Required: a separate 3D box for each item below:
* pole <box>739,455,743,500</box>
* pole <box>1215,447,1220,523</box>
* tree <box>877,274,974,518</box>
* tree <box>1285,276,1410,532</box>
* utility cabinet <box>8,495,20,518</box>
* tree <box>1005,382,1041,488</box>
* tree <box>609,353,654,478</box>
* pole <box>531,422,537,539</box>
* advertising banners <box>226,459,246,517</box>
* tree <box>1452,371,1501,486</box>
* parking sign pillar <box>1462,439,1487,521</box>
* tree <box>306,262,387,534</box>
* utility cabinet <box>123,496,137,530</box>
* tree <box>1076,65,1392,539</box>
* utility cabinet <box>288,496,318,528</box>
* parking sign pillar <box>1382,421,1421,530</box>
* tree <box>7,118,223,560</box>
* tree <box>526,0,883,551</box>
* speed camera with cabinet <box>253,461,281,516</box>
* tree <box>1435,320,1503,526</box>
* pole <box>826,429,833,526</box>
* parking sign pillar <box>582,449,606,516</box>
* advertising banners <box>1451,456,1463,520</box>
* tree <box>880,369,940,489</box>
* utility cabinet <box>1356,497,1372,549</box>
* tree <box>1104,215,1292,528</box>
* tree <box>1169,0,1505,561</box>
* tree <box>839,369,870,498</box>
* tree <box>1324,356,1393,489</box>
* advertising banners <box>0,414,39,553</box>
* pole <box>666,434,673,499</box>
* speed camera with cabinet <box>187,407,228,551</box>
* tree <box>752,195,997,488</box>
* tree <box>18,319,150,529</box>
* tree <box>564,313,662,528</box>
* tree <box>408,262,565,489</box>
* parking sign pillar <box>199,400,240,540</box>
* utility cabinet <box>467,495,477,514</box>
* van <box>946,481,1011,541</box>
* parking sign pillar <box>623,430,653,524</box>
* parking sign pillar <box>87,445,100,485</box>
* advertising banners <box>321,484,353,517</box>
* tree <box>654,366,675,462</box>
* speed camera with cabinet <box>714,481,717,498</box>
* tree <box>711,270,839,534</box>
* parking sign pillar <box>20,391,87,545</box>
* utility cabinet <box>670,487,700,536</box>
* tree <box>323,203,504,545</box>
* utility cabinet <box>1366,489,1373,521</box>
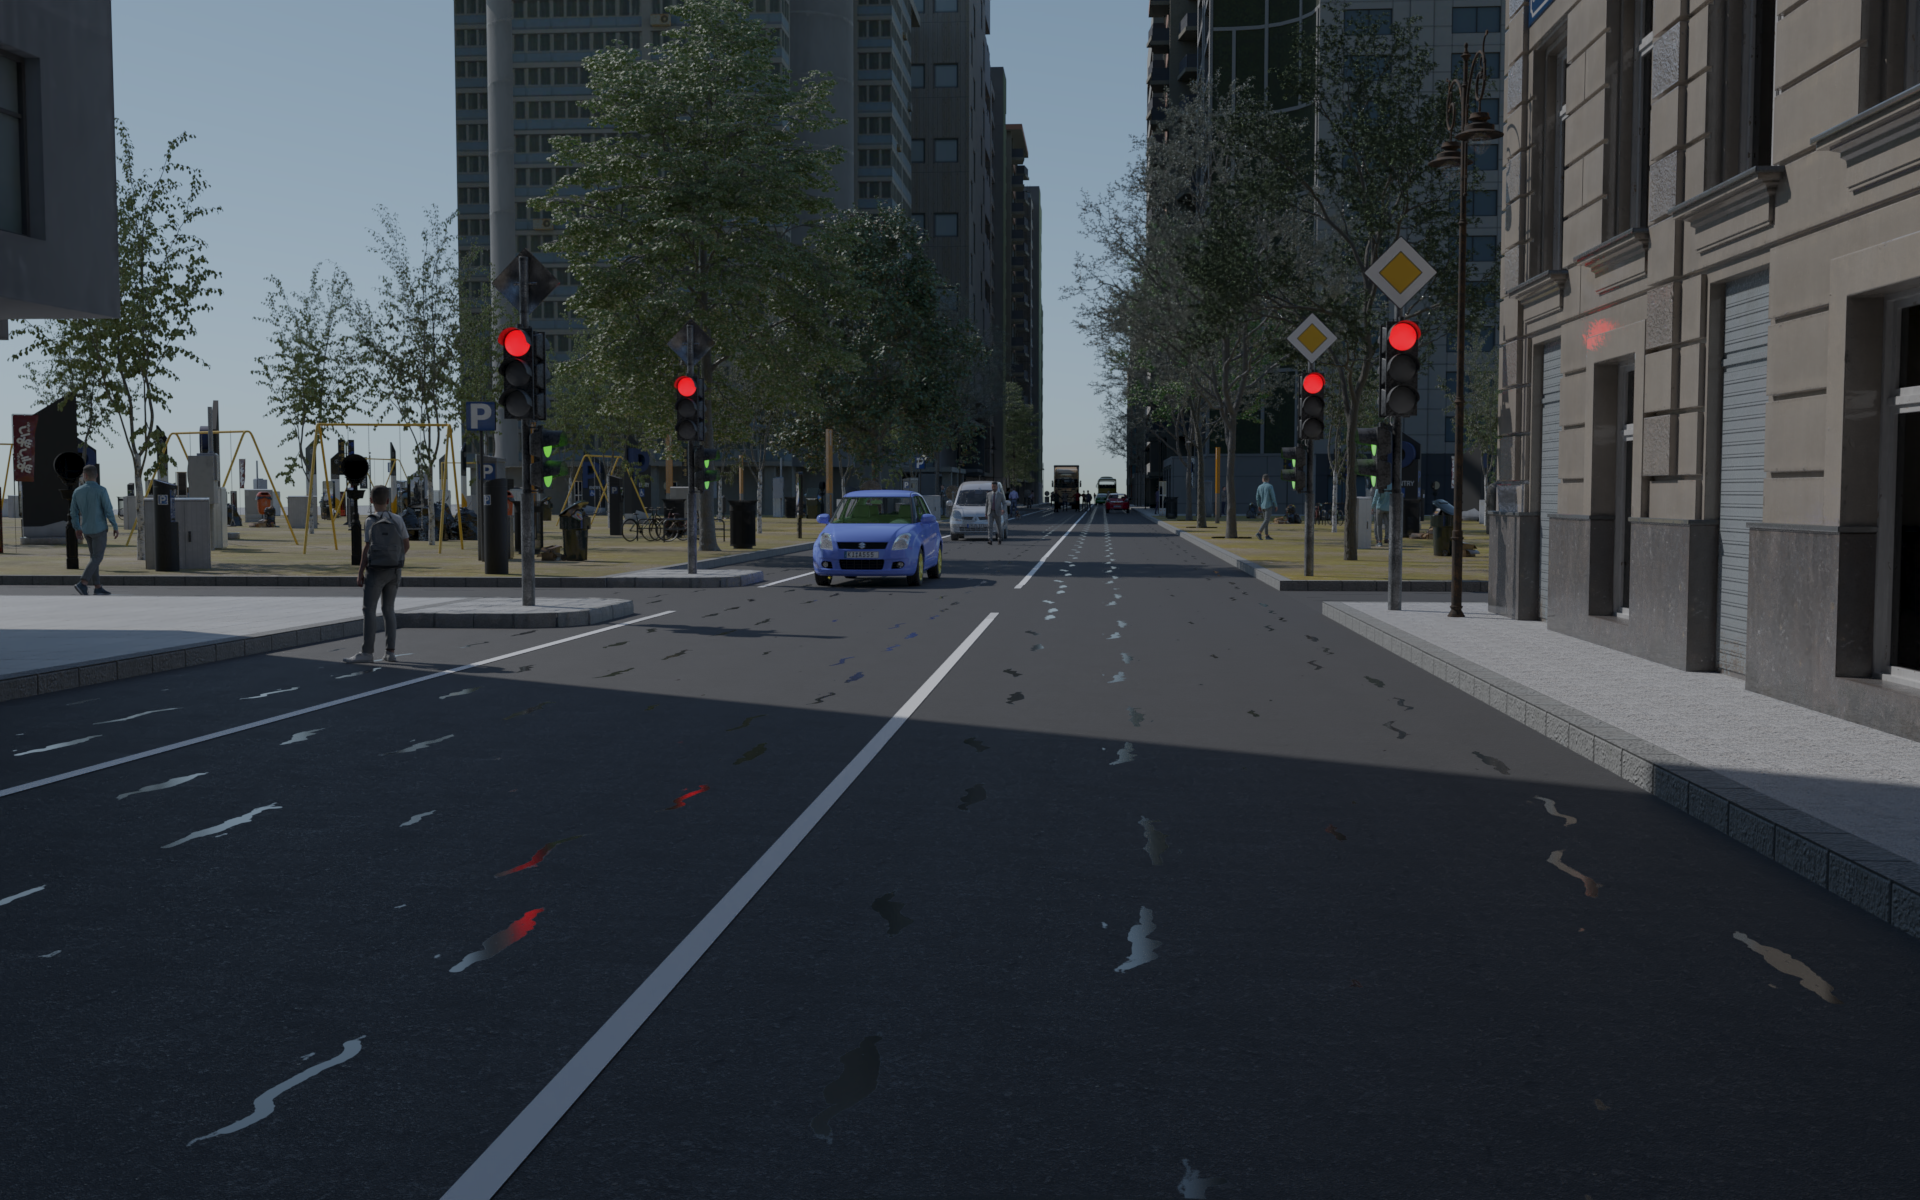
[{"bbox_3d":[-11.546,-5.970,91.454,0.158,3.312,0.155,0,3,0],"label":"pole"},{"bbox_3d":[11.231,-4.993,75.486,0.158,3.312,0.155,0,3,0],"label":"pole"},{"bbox_3d":[-1.288,-11.246,94.249,12.009,13.543,11.850,0,3,0],"label":"tree"},{"bbox_3d":[12.757,-6.562,57.658,4.360,8.622,3.978,0,3,0],"label":"tree"},{"bbox_3d":[-51.057,-5.041,93.577,0.306,1.237,1.020,0,4,-6],"label":"utility cabinet"},{"bbox_3d":[4.588,-15.731,175.334,7.486,12.596,7.792,0,3,0],"label":"tree"},{"bbox_3d":[-15.810,-8.199,84.413,4.360,8.622,3.978,0,3,0],"label":"tree"},{"bbox_3d":[-12.127,-3.388,49.242,0.158,3.312,0.155,0,3,0],"label":"pole"},{"bbox_3d":[-36.129,-5.499,86.091,2.074,3.025,0.090,2,4,32],"label":"advertising banners"},{"bbox_3d":[30.027,-9.018,97.804,4.737,8.622,4.395,0,3,0],"label":"tree"},{"bbox_3d":[24.654,-5.788,83.106,1.447,3.967,1.447,-2,4,-30],"label":"parking sign pillar"},{"bbox_3d":[-20.873,-6.452,55.860,4.737,8.622,4.395,0,3,0],"label":"tree"},{"bbox_3d":[-29.720,-3.149,62.655,0.306,1.237,1.020,2,4,31],"label":"utility cabinet"},{"bbox_3d":[7.781,-8.529,49.815,12.009,13.543,11.850,0,3,0],"label":"tree"},{"bbox_3d":[-24.618,-3.285,64.871,1.020,1.237,0.306,-1,4,-21],"label":"utility cabinet"},{"bbox_3d":[16.089,-4.563,63.075,1.447,3.967,1.447,2,4,29],"label":"parking sign pillar"},{"bbox_3d":[-16.021,-5.067,33.209,4.737,8.622,4.395,0,3,0],"label":"tree"},{"bbox_3d":[-5.604,-7.357,38.408,7.486,12.596,7.792,0,3,0],"label":"tree"},{"bbox_3d":[-40.808,-6.582,101.943,2.038,3.252,0.660,3,4,38],"label":"speed camera with cabinet"},{"bbox_3d":[21.201,-7.290,69.550,4.360,8.622,3.978,0,3,0],"label":"tree"},{"bbox_3d":[-4.099,-3.700,54.337,0.158,3.312,0.155,0,3,0],"label":"pole"},{"bbox_3d":[-22.049,-7.078,104.195,1.447,3.967,1.447,1,4,10],"label":"parking sign pillar"},{"bbox_3d":[23.059,-5.150,80.389,0.090,3.025,2.074,2,4,31],"label":"advertising banners"},{"bbox_3d":[-2.396,-8.230,84.924,4.737,8.622,4.395,0,3,0],"label":"tree"},{"bbox_3d":[10.046,-1.955,43.125,0.306,1.237,1.020,0,4,7],"label":"utility cabinet"},{"bbox_3d":[8.994,-8.525,65.145,9.928,11.665,9.643,0,3,0],"label":"tree"},{"bbox_3d":[7.276,-6.032,33.038,7.601,10.594,8.767,-3,4,-37],"label":"tree"},{"bbox_3d":[-5.288,-7.768,77.361,4.360,8.622,3.978,0,3,0],"label":"tree"},{"bbox_3d":[21.405,-8.636,91.564,4.737,8.622,4.395,0,3,0],"label":"tree"},{"bbox_3d":[-21.074,-2.527,37.506,2.074,3.025,0.090,-2,4,-28],"label":"advertising banners"},{"bbox_3d":[-9.750,-3.928,58.065,0.158,3.312,0.155,0,3,0],"label":"pole"},{"bbox_3d":[-17.339,-2.786,39.882,0.660,3.252,2.038,-1,4,-16],"label":"speed camera with cabinet"},{"bbox_3d":[-3.320,-9.175,67.024,9.611,12.733,9.660,0,3,0],"label":"tree"},{"bbox_3d":[-29.642,-6.608,58.405,4.360,8.622,3.978,0,3,0],"label":"tree"},{"bbox_3d":[-13.186,-7.027,65.255,4.737,8.622,4.395,0,3,0],"label":"tree"},{"bbox_3d":[-15.067,-6.354,54.254,4.737,8.622,4.395,0,3,0],"label":"tree"},{"bbox_3d":[-21.256,-3.711,49.140,1.447,3.967,1.447,-1,4,-19],"label":"parking sign pillar"},{"bbox_3d":[-26.287,-5.021,93.248,0.306,1.237,1.020,0,4,-3],"label":"utility cabinet"},{"bbox_3d":[0.623,-2.917,54.709,2.013,2.044,4.112,0,4,4],"label":"van"},{"bbox_3d":[-13.702,-5.209,73.633,1.447,3.967,1.447,2,4,28],"label":"parking sign pillar"},{"bbox_3d":[-35.848,-5.029,70.696,1.447,3.967,1.447,3,5,40],"label":"parking sign pillar"},{"bbox_3d":[-35.188,-6.253,98.419,2.074,3.025,0.090,-2,4,-26],"label":"advertising banners"},{"bbox_3d":[-10.860,-7.881,79.217,4.360,8.622,3.978,0,3,0],"label":"tree"},{"bbox_3d":[-14.939,-6.391,98.825,2.038,3.252,0.660,1,4,15],"label":"speed camera with cabinet"},{"bbox_3d":[-6.500,-6.483,56.352,4.360,8.622,3.978,0,3,0],"label":"tree"},{"bbox_3d":[-23.279,-3.413,44.280,1.447,3.967,1.447,-2,4,-31],"label":"parking sign pillar"},{"bbox_3d":[-8.245,-2.703,52.873,1.173,1.500,0.318,0,4,-6],"label":"utility cabinet"},{"bbox_3d":[-13.459,-5.671,43.078,4.360,8.622,3.978,0,3,0],"label":"tree"},{"bbox_3d":[19.209,-4.436,81.205,0.318,1.500,1.173,1,4,16],"label":"utility cabinet"}]
